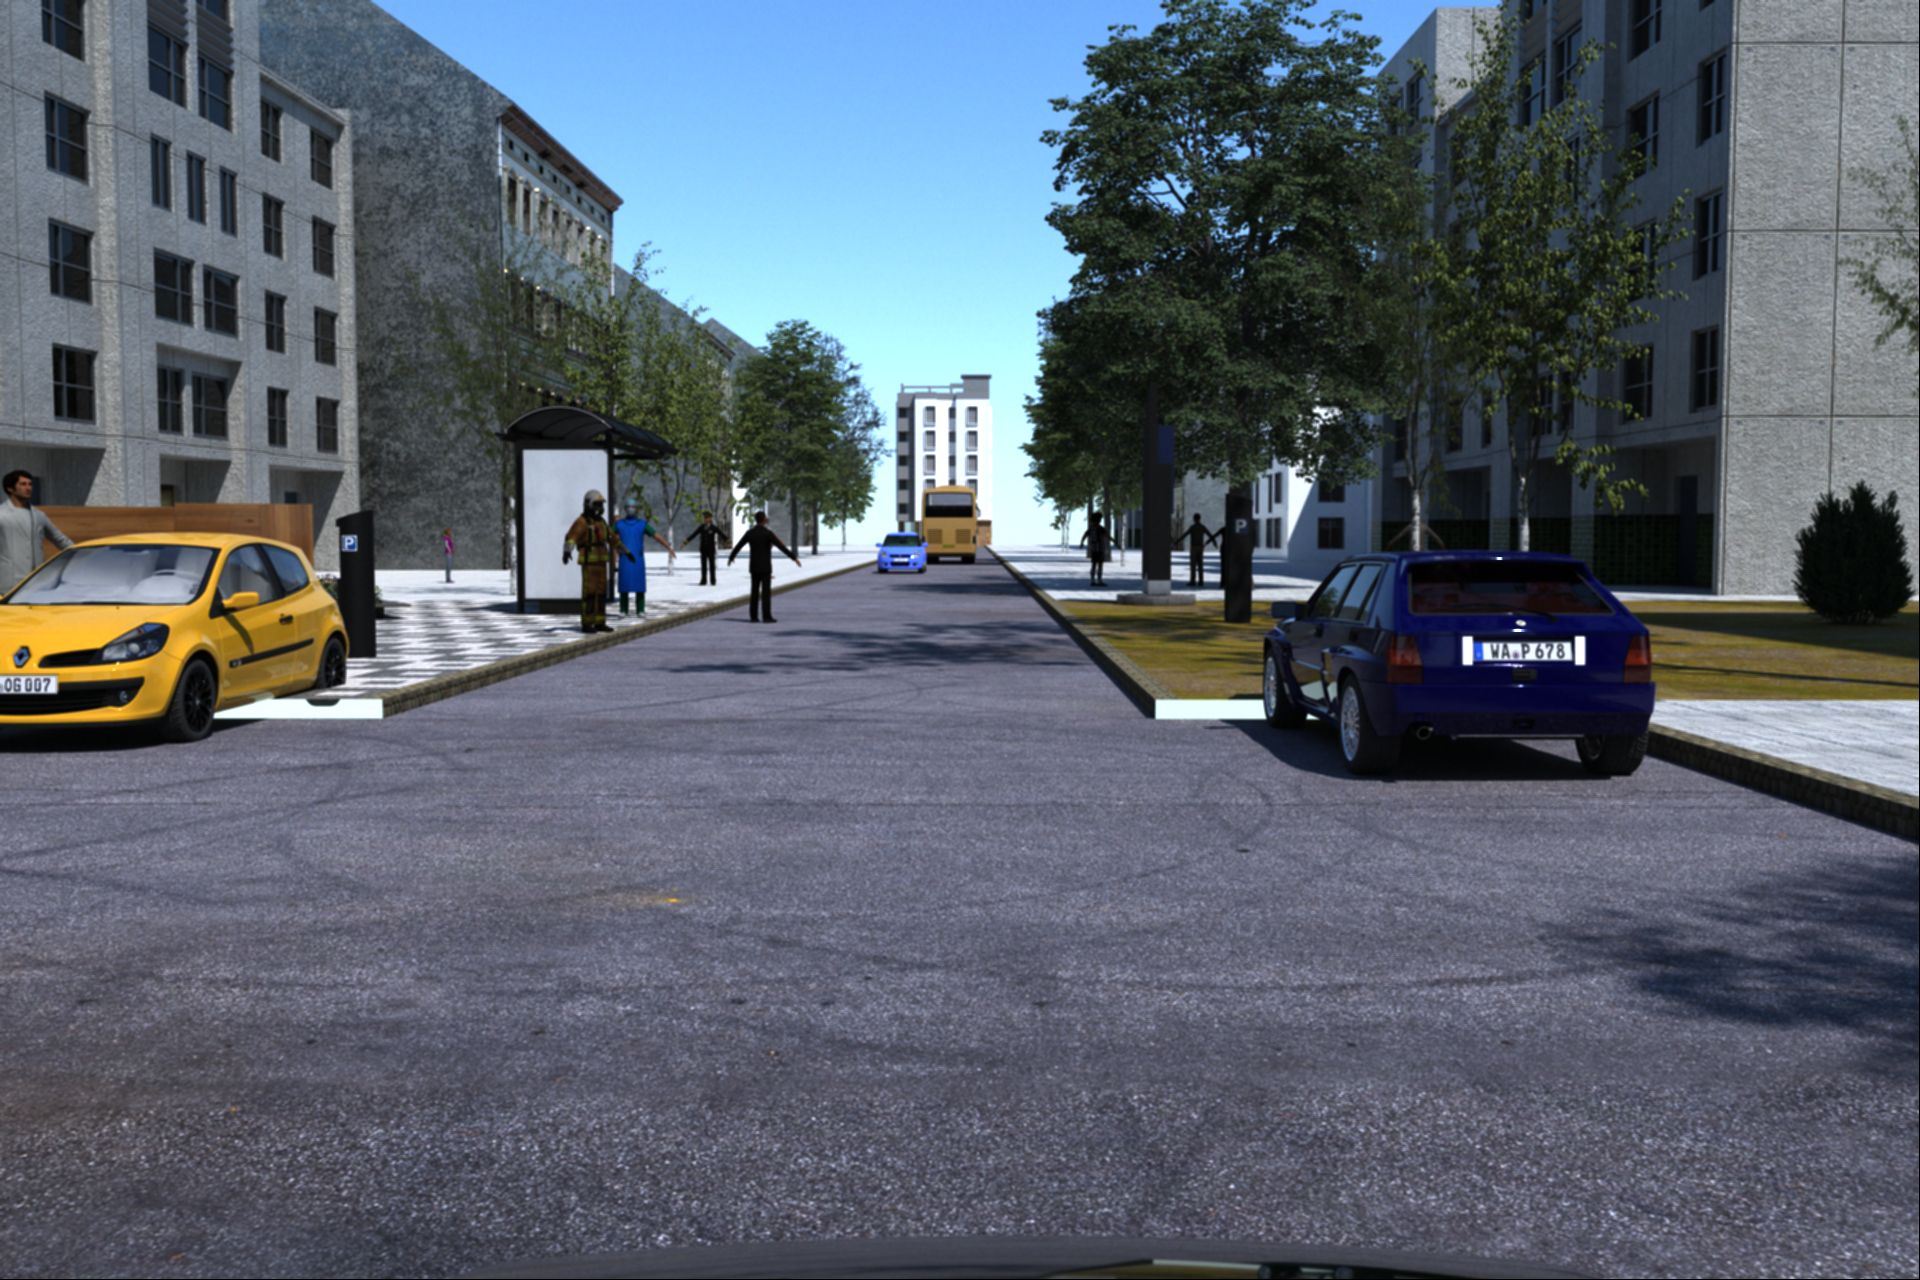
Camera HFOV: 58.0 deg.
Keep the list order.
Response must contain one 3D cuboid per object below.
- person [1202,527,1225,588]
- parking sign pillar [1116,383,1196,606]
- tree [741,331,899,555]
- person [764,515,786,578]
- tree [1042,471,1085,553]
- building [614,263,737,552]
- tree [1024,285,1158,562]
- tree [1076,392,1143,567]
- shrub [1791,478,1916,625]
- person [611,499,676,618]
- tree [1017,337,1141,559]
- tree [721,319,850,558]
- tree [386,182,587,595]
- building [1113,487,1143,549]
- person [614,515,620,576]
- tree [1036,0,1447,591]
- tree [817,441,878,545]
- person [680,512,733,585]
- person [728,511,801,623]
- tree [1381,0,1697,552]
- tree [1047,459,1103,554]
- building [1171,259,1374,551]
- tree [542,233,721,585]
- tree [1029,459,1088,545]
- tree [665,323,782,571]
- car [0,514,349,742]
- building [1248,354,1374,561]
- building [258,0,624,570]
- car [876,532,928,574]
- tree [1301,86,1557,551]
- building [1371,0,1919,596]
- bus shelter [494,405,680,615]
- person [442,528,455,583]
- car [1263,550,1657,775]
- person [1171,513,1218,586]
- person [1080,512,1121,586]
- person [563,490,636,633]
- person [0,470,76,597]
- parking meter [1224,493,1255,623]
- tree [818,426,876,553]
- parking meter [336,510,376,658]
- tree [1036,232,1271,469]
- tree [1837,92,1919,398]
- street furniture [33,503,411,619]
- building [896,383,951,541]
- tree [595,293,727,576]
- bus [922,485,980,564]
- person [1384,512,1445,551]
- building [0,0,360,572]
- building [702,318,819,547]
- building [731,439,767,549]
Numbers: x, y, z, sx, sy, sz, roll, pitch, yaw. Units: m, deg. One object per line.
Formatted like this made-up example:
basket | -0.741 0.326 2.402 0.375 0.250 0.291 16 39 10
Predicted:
person | 6.355 -2.110 41.220 1.216 1.740 0.721 -1 4 -10
parking sign pillar | 3.583 -2.633 31.529 1.447 3.967 1.447 0 4 1
tree | -8.643 -11.863 104.330 12.009 13.543 11.850 0 3 0
person | -5.611 -2.709 50.155 1.347 1.847 0.705 3 4 38
tree | 7.350 -10.385 120.152 4.737 8.622 4.395 0 3 0
building | -28.336 -18.641 135.711 19.493 23.208 18.063 0 4 0
tree | 6.349 -9.769 77.851 7.486 12.596 7.792 0 3 0
tree | 6.396 -7.195 67.996 4.360 8.622 3.978 0 3 0
shrub | 12.719 -1.259 24.620 1.661 2.075 1.752 0 3 0
person | -5.026 -1.246 26.504 1.347 1.817 0.704 -1 4 -9
tree | 6.455 -10.506 89.902 7.486 12.596 7.792 0 3 0
tree | -9.130 -10.625 91.852 7.486 12.596 7.792 0 3 0
tree | -9.152 -5.247 36.151 4.360 8.622 3.978 0 3 0
building | 24.471 -18.392 167.160 16.747 18.905 31.486 0 4 1
person | -8.224 -2.132 41.659 1.217 1.733 0.721 -1 4 -22
tree | 6.287 -8.099 39.077 9.857 13.997 8.962 0 3 0
tree | -13.429 -17.627 206.323 7.486 12.596 7.792 0 3 0
person | -6.313 -2.286 43.312 1.347 1.837 0.705 0 4 7
person | -3.208 -1.183 28.022 1.346 1.802 0.704 2 4 23
tree | 7.913 -4.507 24.045 4.737 8.622 4.395 0 3 0
tree | 7.189 -9.994 113.767 4.737 8.622 4.395 0 3 0
building | 25.756 -18.691 136.522 19.493 23.208 18.063 0 3 0
tree | -8.367 -5.682 43.261 4.737 8.622 4.395 0 3 0
tree | 12.389 -17.350 209.420 9.928 11.665 9.643 0 3 0
tree | -8.487 -6.729 60.374 4.737 8.622 4.395 0 3 0
car | -6.086 -0.178 13.136 2.015 1.641 3.980 0 4 0
building | 20.076 -8.584 82.493 9.099 9.664 28.070 0 4 0
building | -25.166 -14.617 69.910 19.493 23.208 18.063 0 4 1
car | -2.121 -3.327 63.986 1.945 1.707 3.694 0 4 1
tree | 7.536 -4.835 29.414 4.360 8.622 3.978 0 3 0
building | 24.288 -11.299 51.201 16.747 18.905 31.486 0 4 0
bus shelter | -6.285 -2.204 29.967 2.014 3.302 5.546 0 3 0
person | -13.361 -2.215 45.477 0.599 1.433 0.991 -1 4 -12
car | 3.160 0.056 11.660 1.945 1.354 3.894 0 4 -1
person | 5.849 -2.240 42.900 1.348 1.796 0.705 -2 4 -25
person | 3.397 -2.230 42.607 0.704 1.843 1.345 -3 5 -41
person | -4.735 -1.024 22.509 0.705 1.858 1.354 2 4 29
person | -7.725 -0.496 14.297 0.705 1.806 1.347 2 4 25
parking meter | 4.041 -1.181 25.021 0.399 1.863 0.255 0 4 -1
tree | -7.883 -10.268 118.240 4.737 8.622 4.395 0 3 0
parking meter | -6.284 -0.588 18.017 0.372 1.533 0.369 0 3 0
tree | 5.739 -7.140 51.145 7.601 10.594 8.767 1 4 14
tree | 16.572 -4.820 29.171 4.360 8.622 3.978 0 3 0
street furniture | -12.215 -1.298 28.072 9.812 1.723 11.010 -2 4 -31
building | -7.318 -21.426 209.197 11.380 20.090 16.016 0 4 -2
tree | -8.890 -6.246 52.479 4.737 8.622 4.395 0 3 0
bus | -0.436 -5.809 86.529 2.896 3.916 12.252 0 4 1
person | 10.083 -1.968 38.301 1.348 1.813 0.705 0 4 0
building | -29.214 -10.809 43.182 16.747 18.905 31.486 0 4 1
building | -25.173 -21.669 185.210 19.493 23.208 18.063 0 4 0
building | -22.361 -13.410 161.399 9.099 9.664 28.070 0 4 1
